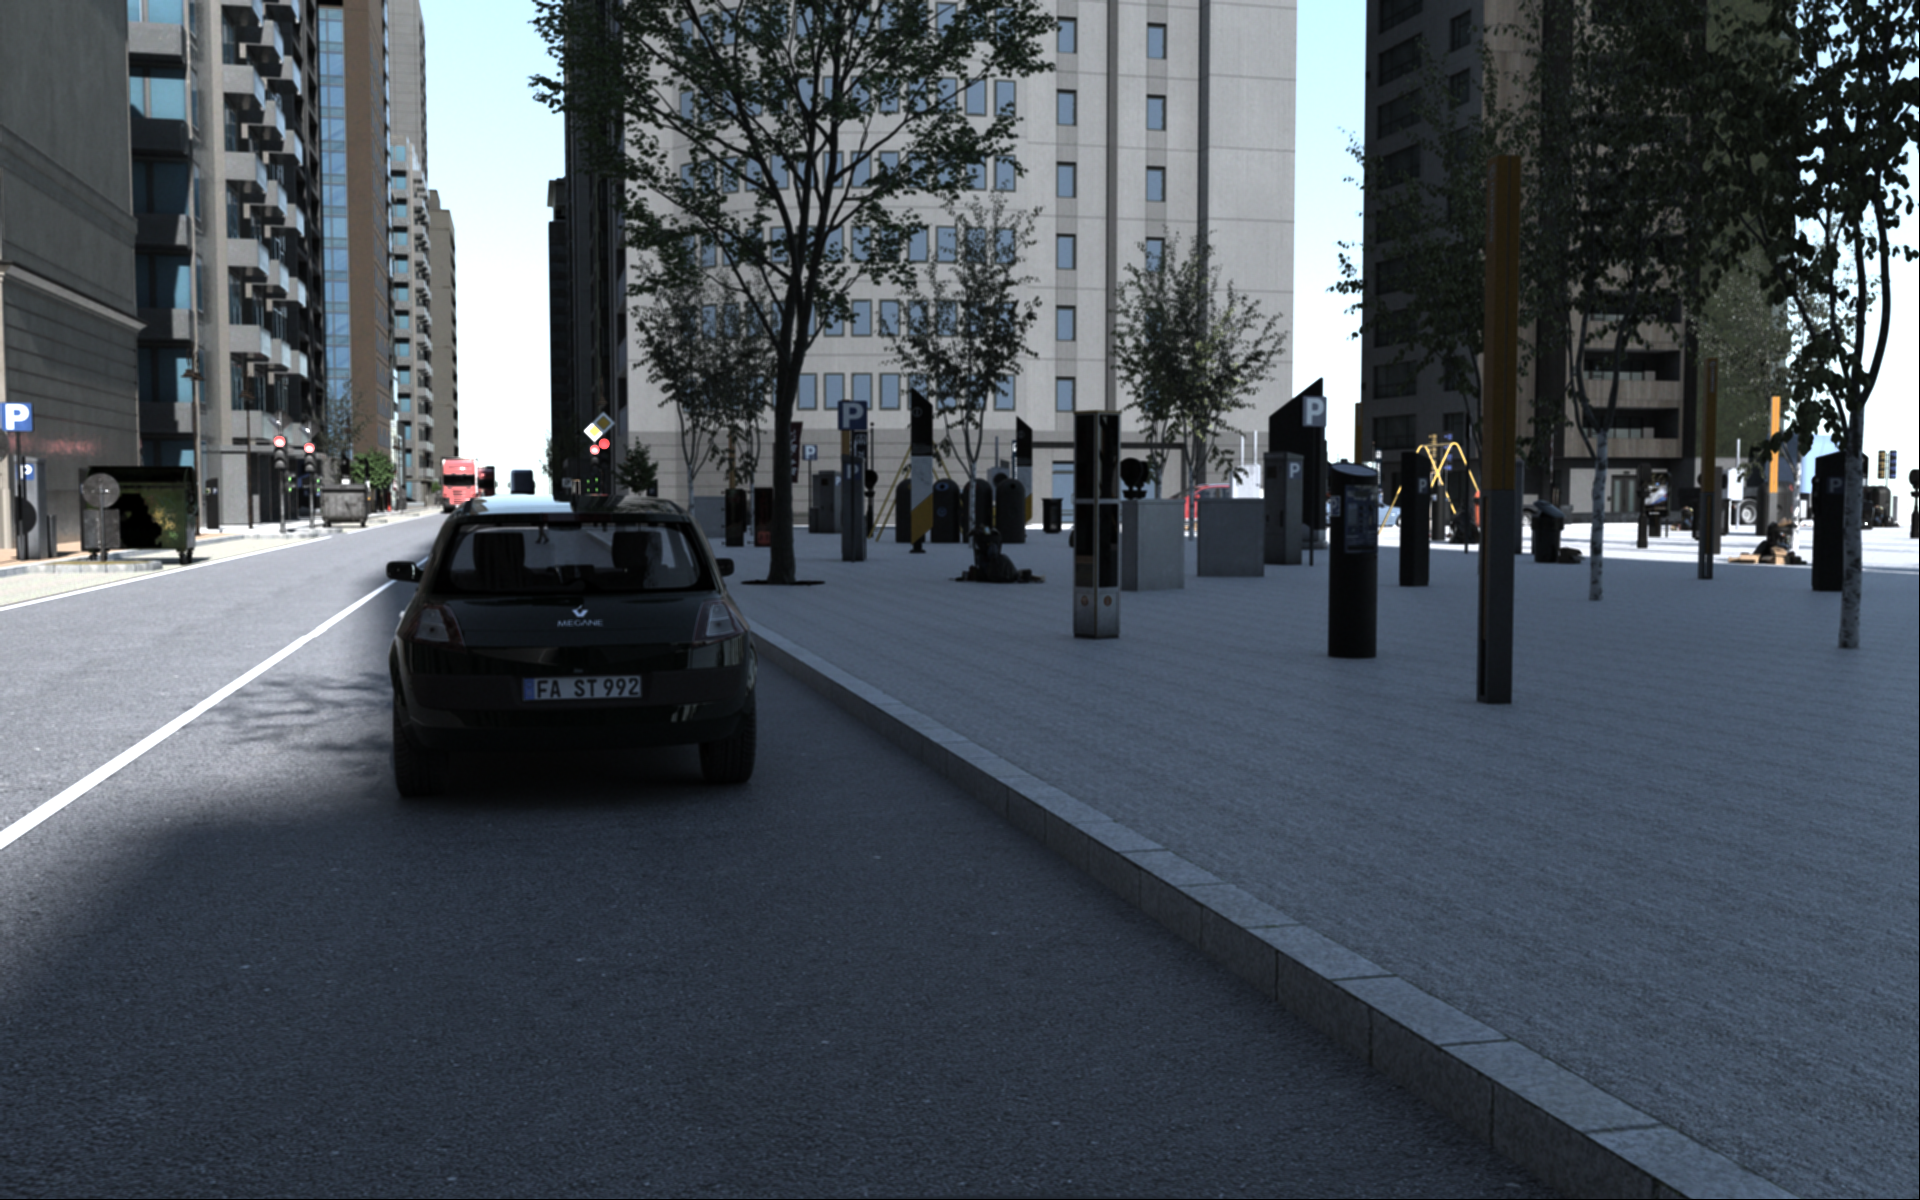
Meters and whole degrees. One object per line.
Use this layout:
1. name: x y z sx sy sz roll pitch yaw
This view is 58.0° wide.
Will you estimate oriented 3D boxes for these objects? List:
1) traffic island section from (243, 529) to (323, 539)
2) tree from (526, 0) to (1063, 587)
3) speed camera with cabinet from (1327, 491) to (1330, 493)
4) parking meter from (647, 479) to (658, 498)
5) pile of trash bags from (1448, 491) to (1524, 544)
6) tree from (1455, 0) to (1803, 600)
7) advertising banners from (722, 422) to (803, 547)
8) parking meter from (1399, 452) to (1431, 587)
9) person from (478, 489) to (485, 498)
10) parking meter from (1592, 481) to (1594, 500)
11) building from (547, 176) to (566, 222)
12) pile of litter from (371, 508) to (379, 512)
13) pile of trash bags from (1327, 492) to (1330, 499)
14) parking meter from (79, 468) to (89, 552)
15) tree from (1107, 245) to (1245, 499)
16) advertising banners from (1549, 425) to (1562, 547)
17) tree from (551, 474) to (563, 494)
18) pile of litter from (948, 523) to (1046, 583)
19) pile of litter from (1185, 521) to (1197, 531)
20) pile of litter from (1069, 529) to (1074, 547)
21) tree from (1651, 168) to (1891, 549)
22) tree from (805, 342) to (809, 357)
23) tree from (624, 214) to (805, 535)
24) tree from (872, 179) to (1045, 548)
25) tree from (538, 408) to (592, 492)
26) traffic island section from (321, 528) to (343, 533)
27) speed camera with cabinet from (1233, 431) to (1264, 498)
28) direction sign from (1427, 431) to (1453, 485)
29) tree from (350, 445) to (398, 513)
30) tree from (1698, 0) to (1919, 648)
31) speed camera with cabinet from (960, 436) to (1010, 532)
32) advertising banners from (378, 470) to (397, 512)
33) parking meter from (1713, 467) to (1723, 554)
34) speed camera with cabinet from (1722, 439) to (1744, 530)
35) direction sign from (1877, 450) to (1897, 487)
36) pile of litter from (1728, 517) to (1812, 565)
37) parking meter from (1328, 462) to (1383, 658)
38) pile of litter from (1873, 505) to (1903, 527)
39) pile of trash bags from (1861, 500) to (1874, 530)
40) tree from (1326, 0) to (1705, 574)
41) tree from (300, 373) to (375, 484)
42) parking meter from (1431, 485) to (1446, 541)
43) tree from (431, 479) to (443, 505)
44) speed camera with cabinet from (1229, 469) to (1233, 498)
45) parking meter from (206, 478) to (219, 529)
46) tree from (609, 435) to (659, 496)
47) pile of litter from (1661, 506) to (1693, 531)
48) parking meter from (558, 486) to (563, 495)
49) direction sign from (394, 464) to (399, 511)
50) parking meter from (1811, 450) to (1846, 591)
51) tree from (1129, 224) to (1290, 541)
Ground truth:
1. traffic island section: -22.106 -2.093 56.499 2.009 0.180 2.903 -1 4 -14
2. tree: -2.361 -6.026 24.274 9.928 11.665 9.643 0 3 0
3. speed camera with cabinet: 23.353 -6.833 106.053 2.038 3.252 0.660 -2 4 -27
4. parking meter: -11.918 -3.753 67.079 0.399 1.863 0.255 0 4 0
5. pile of trash bags: 13.518 -2.132 44.616 1.912 1.369 3.447 1 4 19
6. tree: 7.872 -4.311 20.845 4.360 8.622 3.978 0 3 0
7. advertising banners: -4.797 -2.805 42.051 2.074 3.025 0.090 1 4 13
8. parking meter: 6.350 -1.128 24.147 0.399 1.863 0.255 -3 4 -37
9. person: -34.077 -7.015 123.363 0.590 1.801 0.661 -1 4 -18
10. parking meter: 24.585 -3.732 66.722 0.399 1.863 0.255 0 4 -5
11. building: -52.558 -42.506 284.206 28.713 52.752 27.495 -1 4 -14
12. pile of litter: -42.170 -6.682 123.213 1.719 0.858 1.176 -1 4 -22
13. pile of trash bags: 32.160 -8.855 154.539 3.447 1.369 1.912 1 4 15
14. parking meter: -19.417 -2.015 38.652 0.399 1.863 0.255 2 4 27
15. tree: 6.233 -6.236 52.321 4.737 8.622 4.395 0 3 0
16. advertising banners: 13.977 -2.722 40.690 0.090 3.025 2.074 1 4 13
17. tree: -35.373 -9.757 154.126 1.663 3.219 1.824 0 3 0
18. pile of litter: 0.551 -0.707 25.530 1.176 0.858 1.719 -2 4 -27
19. pile of litter: 8.276 -2.855 60.639 1.176 0.858 1.719 0 4 7
20. pile of litter: 3.289 -1.723 42.135 1.176 0.858 1.719 3 5 40
21. tree: 19.331 -5.502 40.319 4.360 8.622 3.978 0 3 0
22. tree: -6.670 -6.309 53.512 4.360 8.622 3.978 0 3 0
23. tree: -7.006 -5.834 45.755 4.360 8.622 3.978 0 3 0
24. tree: 0.197 -5.540 40.939 4.360 8.622 3.978 0 3 0
25. tree: -33.391 -12.068 147.679 4.737 8.622 4.395 0 3 0
26. traffic island section: -24.054 -2.567 64.244 2.009 0.180 2.903 -1 4 -14
27. speed camera with cabinet: 9.311 -3.699 54.807 0.660 3.252 2.038 2 4 24
28. direction sign: 17.268 -4.303 62.358 0.876 3.537 0.379 0 4 7
29. tree: -39.338 -8.089 115.967 4.285 4.588 4.351 0 3 0
30. tree: 7.204 -3.910 14.290 4.737 8.622 4.395 0 3 0
31. speed camera with cabinet: 0.661 -3.955 58.996 2.038 3.252 0.660 -1 4 -17
32. advertising banners: -42.103 -8.036 127.572 0.090 3.025 2.074 1 4 22
33. parking meter: 16.080 -1.911 36.949 0.255 1.863 0.399 1 4 13
34. speed camera with cabinet: 27.731 -4.190 62.849 0.660 3.252 2.038 0 4 2
35. direction sign: 47.896 -5.965 89.524 0.876 3.537 0.379 1 4 14
36. pile of litter: 14.958 -1.101 31.966 1.176 0.858 1.719 0 4 -4
37. parking meter: 3.100 -0.320 13.647 0.372 1.533 0.369 0 3 0
38. pile of litter: 35.516 -3.247 67.056 1.176 0.858 1.719 -3 5 -44
39. pile of trash bags: 31.886 -3.224 62.471 1.912 1.369 3.447 2 4 31
40. tree: 8.131 -4.708 27.335 4.737 8.622 4.395 0 3 0
41. tree: -37.401 -9.412 104.240 4.360 8.622 3.978 0 3 0
42. parking meter: 13.204 -2.408 47.784 0.372 1.533 0.369 0 3 0
43. tree: -65.783 -13.613 217.172 1.663 3.219 1.824 0 3 0
44. speed camera with cabinet: 10.284 -3.972 59.271 2.038 3.252 0.660 0 4 -3
45. parking meter: -27.268 -3.513 63.150 0.255 1.863 0.399 1 4 19
46. tree: -10.762 -3.836 57.327 1.663 3.219 1.824 0 3 0
47. pile of litter: 25.499 -2.864 60.791 1.719 0.858 1.176 3 4 37
48. parking meter: -30.689 -7.807 133.356 0.399 1.863 0.255 0 4 -4
49. direction sign: -42.654 -8.500 130.967 0.379 3.537 0.876 -2 4 -26
50. parking meter: 11.494 -1.051 22.895 0.399 1.863 0.255 0 4 6
51. tree: 6.480 -5.917 47.111 4.360 8.622 3.978 0 3 0
